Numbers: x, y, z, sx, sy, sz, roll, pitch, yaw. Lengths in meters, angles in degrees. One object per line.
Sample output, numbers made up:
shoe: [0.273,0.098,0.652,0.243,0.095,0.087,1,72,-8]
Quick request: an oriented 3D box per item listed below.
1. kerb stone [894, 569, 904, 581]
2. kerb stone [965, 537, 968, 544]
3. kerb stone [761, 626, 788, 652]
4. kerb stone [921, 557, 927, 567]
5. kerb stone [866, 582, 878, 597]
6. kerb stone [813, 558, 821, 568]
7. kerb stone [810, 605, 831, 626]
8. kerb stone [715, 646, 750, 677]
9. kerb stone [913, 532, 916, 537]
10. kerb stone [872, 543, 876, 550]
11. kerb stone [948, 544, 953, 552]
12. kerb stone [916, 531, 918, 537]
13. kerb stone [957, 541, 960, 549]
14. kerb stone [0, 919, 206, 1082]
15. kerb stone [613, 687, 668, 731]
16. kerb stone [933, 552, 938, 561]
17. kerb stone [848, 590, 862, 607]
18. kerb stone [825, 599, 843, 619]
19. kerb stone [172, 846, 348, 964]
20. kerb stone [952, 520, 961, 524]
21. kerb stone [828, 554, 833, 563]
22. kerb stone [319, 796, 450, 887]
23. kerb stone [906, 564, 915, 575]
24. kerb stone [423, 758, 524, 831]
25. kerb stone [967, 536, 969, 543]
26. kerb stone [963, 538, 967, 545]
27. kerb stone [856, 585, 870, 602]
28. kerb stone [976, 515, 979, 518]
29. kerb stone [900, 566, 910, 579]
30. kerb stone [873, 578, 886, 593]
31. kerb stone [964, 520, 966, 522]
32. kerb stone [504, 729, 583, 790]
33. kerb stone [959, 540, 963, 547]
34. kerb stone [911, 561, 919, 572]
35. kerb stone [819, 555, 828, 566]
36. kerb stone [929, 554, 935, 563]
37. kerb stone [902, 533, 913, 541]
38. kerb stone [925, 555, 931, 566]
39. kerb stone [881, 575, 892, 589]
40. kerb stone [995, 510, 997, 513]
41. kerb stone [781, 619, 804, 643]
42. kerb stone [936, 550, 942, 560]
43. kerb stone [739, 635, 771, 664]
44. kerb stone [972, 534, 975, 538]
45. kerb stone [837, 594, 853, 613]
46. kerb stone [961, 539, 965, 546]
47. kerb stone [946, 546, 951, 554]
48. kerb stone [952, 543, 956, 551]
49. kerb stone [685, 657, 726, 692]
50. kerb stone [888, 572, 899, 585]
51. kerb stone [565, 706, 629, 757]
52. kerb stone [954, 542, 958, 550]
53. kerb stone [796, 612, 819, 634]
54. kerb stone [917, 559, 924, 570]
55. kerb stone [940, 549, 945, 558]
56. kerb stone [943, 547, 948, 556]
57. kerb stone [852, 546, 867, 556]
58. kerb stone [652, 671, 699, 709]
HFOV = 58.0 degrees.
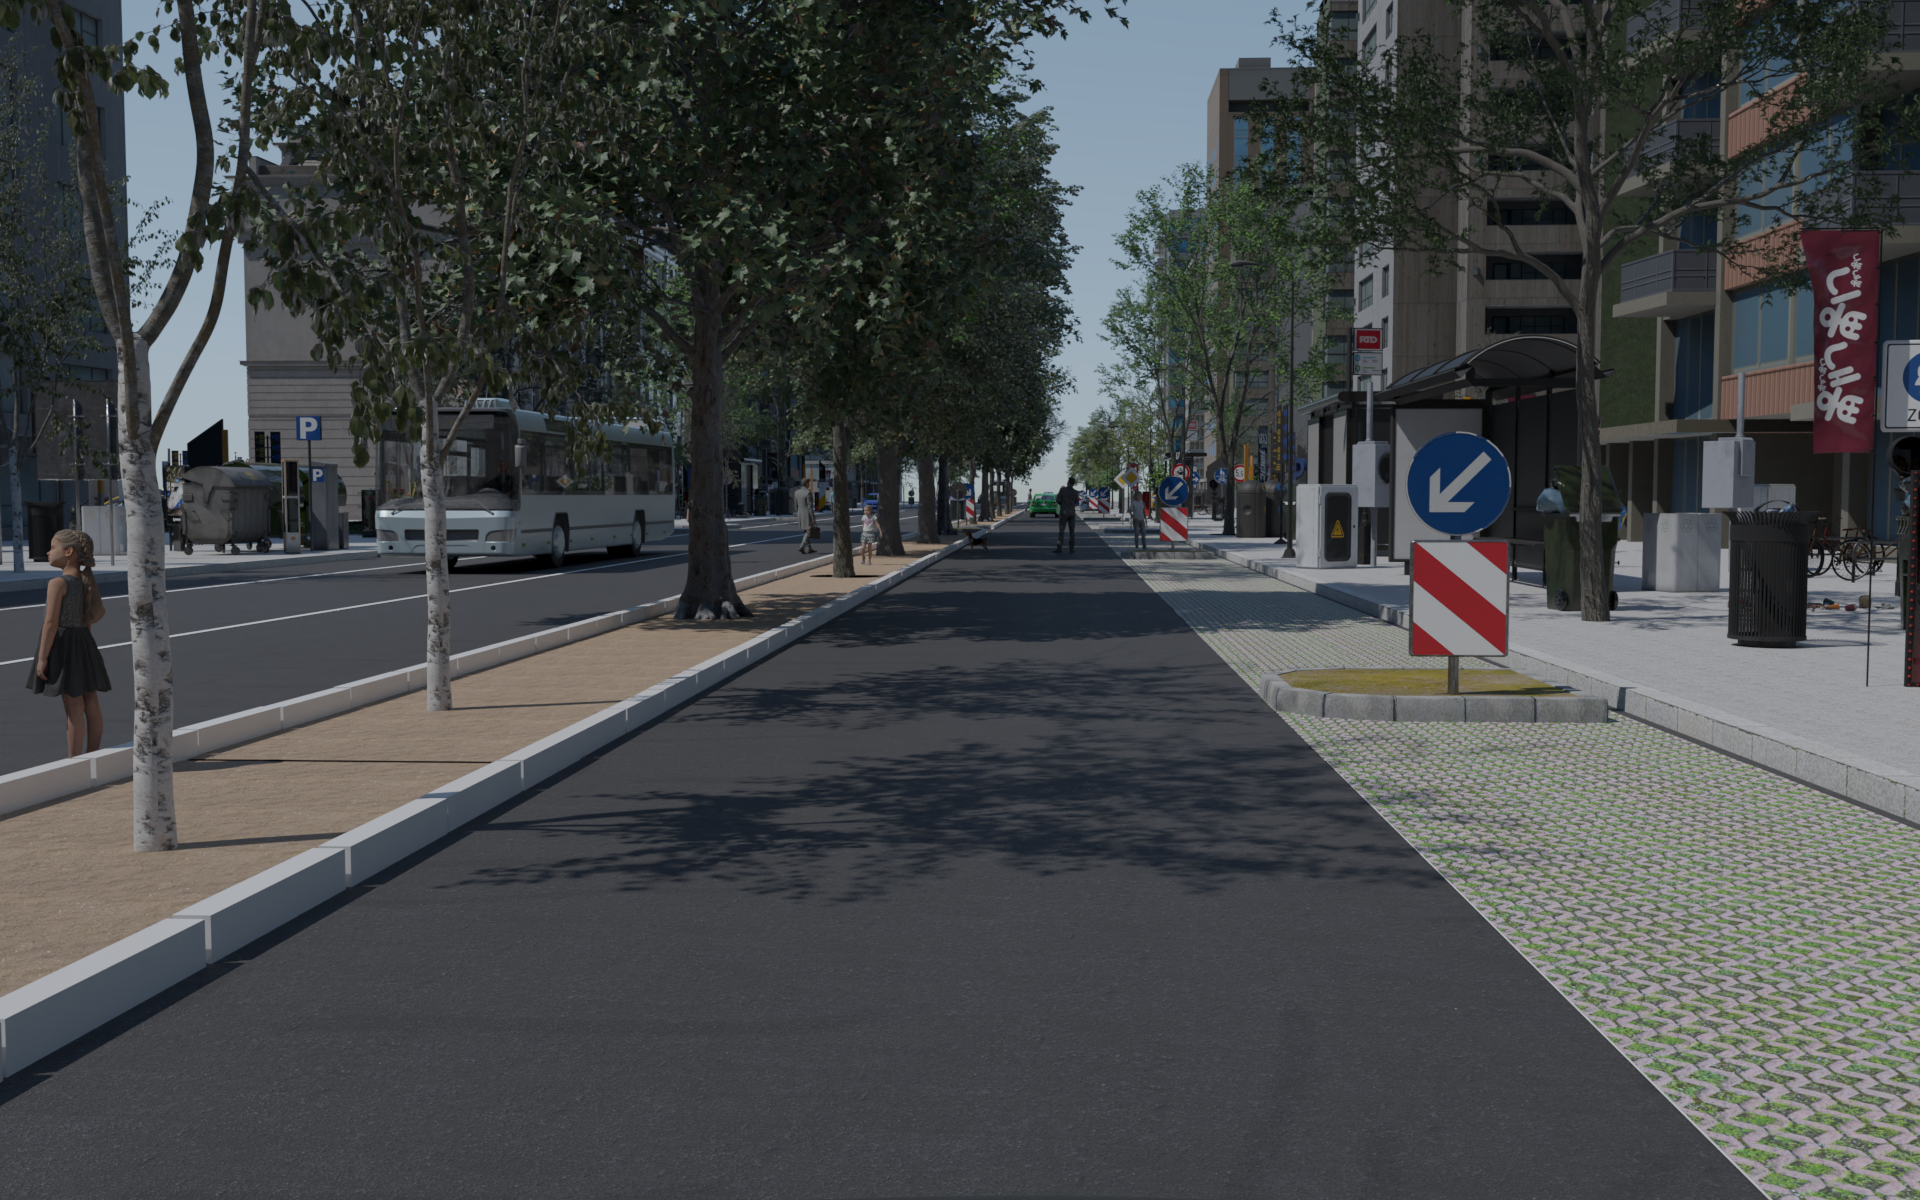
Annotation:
kerb stone: [-1.063,-0.373,28.295,0.120,0.150,1.000,0,4,3]
kerb stone: [0.079,-1.625,48.763,0.120,0.150,1.000,0,4,3]
kerb stone: [-1.747,0.378,16.014,0.120,0.150,1.000,0,4,3]
kerb stone: [-0.780,-0.686,33.405,0.120,0.150,1.000,0,4,3]
kerb stone: [-1.289,-0.122,24.196,0.120,0.150,1.000,0,4,3]
kerb stone: [-2.872,-0.687,33.507,0.120,0.150,1.000,0,4,3]
kerb stone: [-1.570,0.191,19.080,0.120,0.150,1.000,0,4,3]
kerb stone: [-1.863,0.507,13.964,0.120,0.150,1.000,0,4,3]
kerb stone: [-1.610,-2.070,56.036,0.120,0.150,1.000,0,4,3]
kerb stone: [-2.299,-1.317,43.730,0.120,0.150,1.000,0,4,3]
kerb stone: [-0.317,-1.186,41.590,0.120,0.150,1.000,0,4,3]
kerb stone: [-1.569,-2.129,57.059,0.120,0.150,1.000,0,4,3]
kerb stone: [-0.148,-1.371,44.657,0.120,0.150,1.000,0,4,3]
kerb stone: [-2.373,1.071,4.750,0.120,0.150,1.000,0,4,3]
kerb stone: [-2.029,0.695,10.902,0.120,0.150,1.000,0,4,3]
kerb stone: [-0.607,-0.873,36.476,0.120,0.150,1.000,0,4,3]
kerb stone: [-1.402,0.006,22.150,0.120,0.150,1.000,0,4,3]
kerb stone: [-1.513,0.128,20.107,0.120,0.150,1.000,0,4,3]
kerb stone: [-2.314,1.005,5.780,0.120,0.150,1.000,0,4,3]
kerb stone: [-0.152,-3.666,82.140,0.120,0.150,1.000,0,4,3]
kerb stone: [-2.757,-0.817,35.548,0.120,0.150,1.000,0,4,3]
kerb stone: [-2.250,0.941,6.810,0.120,0.150,1.000,0,4,3]
kerb stone: [-0.942,-0.498,30.336,0.120,0.150,1.000,0,4,3]
kerb stone: [-2.198,0.879,7.831,0.120,0.150,1.000,0,4,3]
kerb stone: [0.141,-1.688,49.791,0.120,0.150,1.000,0,4,3]
kerb stone: [0.026,-1.558,47.732,0.120,0.150,1.000,0,4,3]
kerb stone: [-1.346,-0.060,23.176,0.120,0.150,1.000,0,4,3]
kerb stone: [1.260,-5.225,107.723,0.120,0.150,1.000,0,4,3]
kerb stone: [-0.995,-0.429,29.315,0.120,0.150,1.000,0,4,3]
kerb stone: [-1.227,-0.185,25.217,0.120,0.150,1.000,0,4,3]
kerb stone: [0.128,-3.979,87.251,0.120,0.150,1.000,0,4,3]
kerb stone: [-2.138,0.816,8.857,0.120,0.150,1.000,0,4,3]
kerb stone: [-0.085,-1.436,45.677,0.120,0.150,1.000,0,4,3]
kerb stone: [-0.890,-0.561,31.363,0.120,0.150,1.000,0,4,3]
kerb stone: [-2.807,-0.754,34.527,0.120,0.150,1.000,0,4,3]
kerb stone: [-0.664,-0.811,35.456,0.120,0.150,1.000,0,4,3]
kerb stone: [-1.674,-2.004,55.003,0.120,0.150,1.000,0,4,3]
kerb stone: [-0.724,-0.748,34.425,0.120,0.150,1.000,0,4,3]
kerb stone: [-1.172,-0.246,26.243,0.120,0.150,1.000,0,4,3]
kerb stone: [3.155,-7.298,141.521,0.120,0.150,1.000,0,4,3]
kerb stone: [-1.688,0.320,17.037,0.120,0.150,1.000,0,4,3]
kerb stone: [-0.539,-0.930,37.498,0.120,0.150,1.000,0,4,3]
kerb stone: [-1.803,0.445,14.987,0.120,0.150,1.000,0,4,3]
kerb stone: [0.304,-1.875,52.855,0.120,0.150,1.000,0,4,3]
kerb stone: [-1.456,0.065,21.129,0.120,0.150,1.000,0,4,3]
kerb stone: [-0.033,-1.499,46.704,0.120,0.150,1.000,0,4,3]
kerb stone: [-0.372,-1.121,40.569,0.120,0.150,1.000,0,4,3]
kerb stone: [-0.262,-1.249,42.611,0.120,0.150,1.000,0,4,3]
kerb stone: [-1.920,0.567,12.943,0.120,0.150,1.000,0,4,3]
kerb stone: [-1.111,-0.310,27.272,0.120,0.150,1.000,0,4,3]
kerb stone: [-2.089,0.757,9.881,0.120,0.150,1.000,0,4,3]
kerb stone: [-0.208,-1.311,43.636,0.120,0.150,1.000,0,4,3]
kerb stone: [-1.629,0.256,18.059,0.120,0.150,1.000,0,4,3]
kerb stone: [-0.827,-0.623,32.383,0.120,0.150,1.000,0,4,3]
kerb stone: [-0.479,-0.996,38.519,0.120,0.150,1.000,0,4,3]
kerb stone: [-0.432,-1.059,39.549,0.120,0.150,1.000,0,4,3]
kerb stone: [-2.413,-1.192,41.689,0.120,0.150,1.000,0,4,3]
kerb stone: [-1.976,0.630,11.922,0.120,0.150,1.000,0,4,3]
